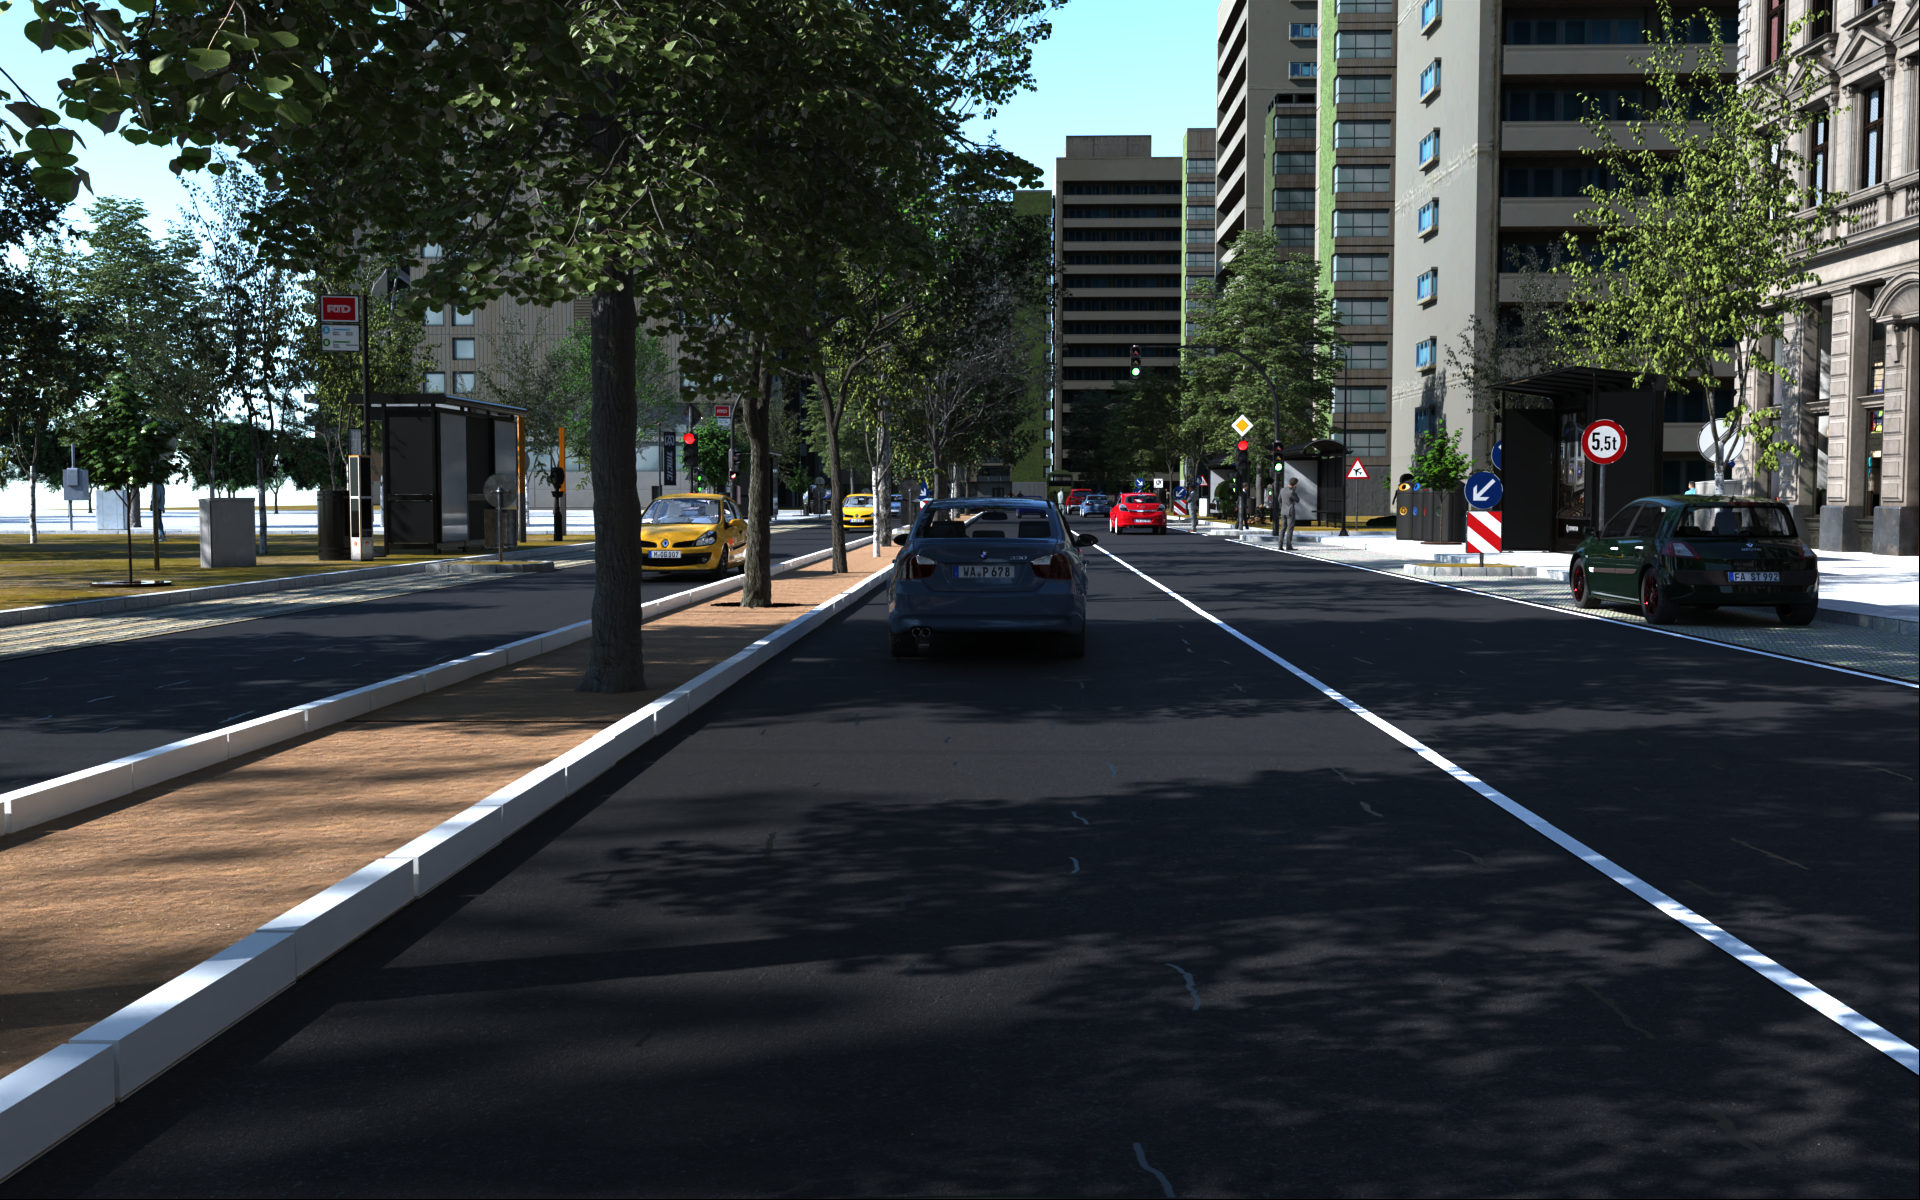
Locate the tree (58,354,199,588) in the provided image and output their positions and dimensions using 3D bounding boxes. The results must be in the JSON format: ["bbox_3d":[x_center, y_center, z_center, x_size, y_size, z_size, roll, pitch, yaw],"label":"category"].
[{"bbox_3d":[-11.506,-1.797,23.990,1.663,3.219,1.824,0,3,0],"label":"tree"}]

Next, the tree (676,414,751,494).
[{"bbox_3d":[-10.121,-5.321,70.719,4.285,4.588,4.351,0,3,0],"label":"tree"}]

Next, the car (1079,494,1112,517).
[{"bbox_3d":[8.401,-5.824,107.229,2.014,1.417,4.499,0,4,1],"label":"car"}]

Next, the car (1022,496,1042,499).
[{"bbox_3d":[4.236,-5.540,103.160,1.945,1.354,3.894,0,4,0],"label":"car"}]

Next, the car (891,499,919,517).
[{"bbox_3d":[-3.397,-5.927,109.268,2.083,1.381,4.827,0,3,0],"label":"car"}]

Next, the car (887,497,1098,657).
[{"bbox_3d":[0.320,-0.278,16.541,2.014,1.417,4.499,0,4,3],"label":"car"}]

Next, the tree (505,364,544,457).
[{"bbox_3d":[-25.384,-10.649,108.525,8.767,10.594,7.601,-2,4,-29],"label":"tree"}]

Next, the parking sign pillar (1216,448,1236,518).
[{"bbox_3d":[14.737,-6.529,95.222,1.447,3.967,1.447,0,4,6],"label":"parking sign pillar"}]

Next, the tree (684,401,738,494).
[{"bbox_3d":[-19.459,-11.274,134.693,4.737,8.622,4.395,0,3,0],"label":"tree"}]

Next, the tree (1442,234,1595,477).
[{"bbox_3d":[16.220,-6.072,49.637,4.360,8.622,3.978,0,3,0],"label":"tree"}]

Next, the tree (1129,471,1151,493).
[{"bbox_3d":[15.042,-9.096,143.325,1.663,3.219,1.824,0,3,0],"label":"tree"}]

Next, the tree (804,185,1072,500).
[{"bbox_3d":[-0.853,-9.353,65.753,12.009,13.543,11.850,0,3,0],"label":"tree"}]

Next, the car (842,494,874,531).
[{"bbox_3d":[-3.701,-3.379,65.466,2.015,1.641,3.980,0,4,2],"label":"car"}]

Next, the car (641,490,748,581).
[{"bbox_3d":[-4.673,-1.203,29.888,2.015,1.641,3.980,0,4,3],"label":"car"}]

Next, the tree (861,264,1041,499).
[{"bbox_3d":[-0.797,-10.086,84.372,9.611,12.733,9.660,0,3,0],"label":"tree"}]

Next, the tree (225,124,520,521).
[{"bbox_3d":[-26.174,-13.738,80.502,12.611,20.169,13.585,0,3,0],"label":"tree"}]

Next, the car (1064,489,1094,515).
[{"bbox_3d":[8.565,-6.984,122.869,2.281,1.827,5.304,0,4,1],"label":"car"}]

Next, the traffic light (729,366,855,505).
[{"bbox_3d":[-5.956,-5.312,61.520,4.771,5.953,1.251,0,4,2],"label":"traffic light"}]

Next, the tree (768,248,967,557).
[{"bbox_3d":[-1.854,-5.257,38.767,4.737,8.622,4.395,0,3,0],"label":"tree"}]

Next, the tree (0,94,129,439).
[{"bbox_3d":[-23.050,-7.268,35.841,9.611,12.733,9.660,0,3,0],"label":"tree"}]

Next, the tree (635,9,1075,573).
[{"bbox_3d":[-2.132,-5.775,31.286,8.767,10.594,7.601,0,4,2],"label":"tree"}]

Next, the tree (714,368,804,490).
[{"bbox_3d":[-10.076,-8.629,91.443,4.360,8.622,3.978,0,3,0],"label":"tree"}]

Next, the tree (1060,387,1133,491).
[{"bbox_3d":[16.492,-18.188,204.024,9.857,13.997,8.962,0,3,0],"label":"tree"}]

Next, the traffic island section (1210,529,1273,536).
[{"bbox_3d":[9.944,-2.376,61.134,2.009,0.180,2.903,0,4,2],"label":"traffic island section"}]

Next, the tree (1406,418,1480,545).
[{"bbox_3d":[12.293,-3.040,44.311,1.663,3.219,1.824,0,3,0],"label":"tree"}]

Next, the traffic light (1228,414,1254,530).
[{"bbox_3d":[9.904,-4.410,61.021,0.839,4.253,0.868,0,4,2],"label":"traffic light"}]

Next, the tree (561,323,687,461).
[{"bbox_3d":[-23.526,-12.865,120.705,12.009,13.543,11.850,0,3,0],"label":"tree"}]

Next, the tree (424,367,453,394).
[{"bbox_3d":[-27.124,-8.886,95.640,4.360,8.622,3.978,0,3,0],"label":"tree"}]

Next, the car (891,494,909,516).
[{"bbox_3d":[-3.730,-5.595,103.481,2.014,1.417,4.499,0,4,3],"label":"car"}]

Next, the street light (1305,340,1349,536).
[{"bbox_3d":[11.128,-4.891,52.514,1.470,5.913,1.316,0,4,2],"label":"street light"}]

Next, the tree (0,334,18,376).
[{"bbox_3d":[-12.575,-2.210,19.845,4.285,4.588,4.351,0,3,0],"label":"tree"}]

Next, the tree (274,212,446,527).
[{"bbox_3d":[-15.832,-5.814,45.427,4.737,8.622,4.395,0,3,0],"label":"tree"}]

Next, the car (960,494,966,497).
[{"bbox_3d":[0.409,-11.474,197.378,2.009,1.686,4.222,0,4,2],"label":"car"}]

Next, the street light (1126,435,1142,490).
[{"bbox_3d":[13.692,-9.998,136.004,1.470,5.913,1.316,0,4,2],"label":"street light"}]

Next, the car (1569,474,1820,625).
[{"bbox_3d":[8.473,-0.641,20.270,2.009,1.686,4.222,0,4,3],"label":"car"}]

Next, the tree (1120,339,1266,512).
[{"bbox_3d":[13.771,-10.239,101.828,8.767,10.594,7.601,0,4,0],"label":"tree"}]

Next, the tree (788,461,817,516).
[{"bbox_3d":[-9.406,-6.557,101.815,1.663,3.219,1.824,0,3,0],"label":"tree"}]

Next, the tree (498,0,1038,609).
[{"bbox_3d":[-2.470,-5.706,21.510,9.928,11.665,9.643,0,3,0],"label":"tree"}]

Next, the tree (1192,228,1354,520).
[{"bbox_3d":[13.019,-9.564,74.499,7.486,12.596,7.792,0,3,0],"label":"tree"}]

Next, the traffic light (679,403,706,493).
[{"bbox_3d":[-8.291,-3.954,53.567,0.839,4.253,0.868,0,4,2],"label":"traffic light"}]

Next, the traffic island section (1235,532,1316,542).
[{"bbox_3d":[9.702,-1.888,53.153,2.009,0.180,2.903,0,4,2],"label":"traffic island section"}]

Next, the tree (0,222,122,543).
[{"bbox_3d":[-24.163,-5.796,45.130,4.737,8.622,4.395,0,3,0],"label":"tree"}]

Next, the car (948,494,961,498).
[{"bbox_3d":[-0.606,-10.094,175.257,2.015,1.641,3.980,0,4,0],"label":"car"}]

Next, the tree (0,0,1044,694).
[{"bbox_3d":[-2.591,-5.629,12.625,7.486,12.596,7.792,0,3,0],"label":"tree"}]

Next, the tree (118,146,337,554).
[{"bbox_3d":[-14.994,-5.290,36.860,4.360,8.622,3.978,0,3,0],"label":"tree"}]

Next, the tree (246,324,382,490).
[{"bbox_3d":[-34.667,-9.836,95.230,7.601,10.594,8.767,0,4,8],"label":"tree"}]

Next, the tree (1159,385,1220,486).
[{"bbox_3d":[14.601,-9.738,109.571,4.737,8.622,4.395,0,3,0],"label":"tree"}]

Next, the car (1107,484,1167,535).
[{"bbox_3d":[6.393,-3.262,62.375,2.155,1.783,4.494,0,4,1],"label":"car"}]

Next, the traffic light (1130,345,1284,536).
[{"bbox_3d":[7.569,-4.789,52.962,4.771,5.953,1.251,0,4,2],"label":"traffic light"}]

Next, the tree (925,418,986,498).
[{"bbox_3d":[-0.415,-8.542,92.475,4.360,8.622,3.978,0,3,0],"label":"tree"}]

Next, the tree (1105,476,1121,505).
[{"bbox_3d":[16.120,-11.327,179.797,1.663,3.219,1.824,0,3,0],"label":"tree"}]

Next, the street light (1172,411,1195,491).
[{"bbox_3d":[12.497,-7.573,96.356,1.470,5.913,1.316,0,4,2],"label":"street light"}]

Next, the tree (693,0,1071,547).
[{"bbox_3d":[-3.259,-11.561,47.371,12.611,20.169,13.585,0,3,0],"label":"tree"}]

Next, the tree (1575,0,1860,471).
[{"bbox_3d":[11.106,-4.593,25.452,4.737,8.622,4.395,0,3,0],"label":"tree"}]
